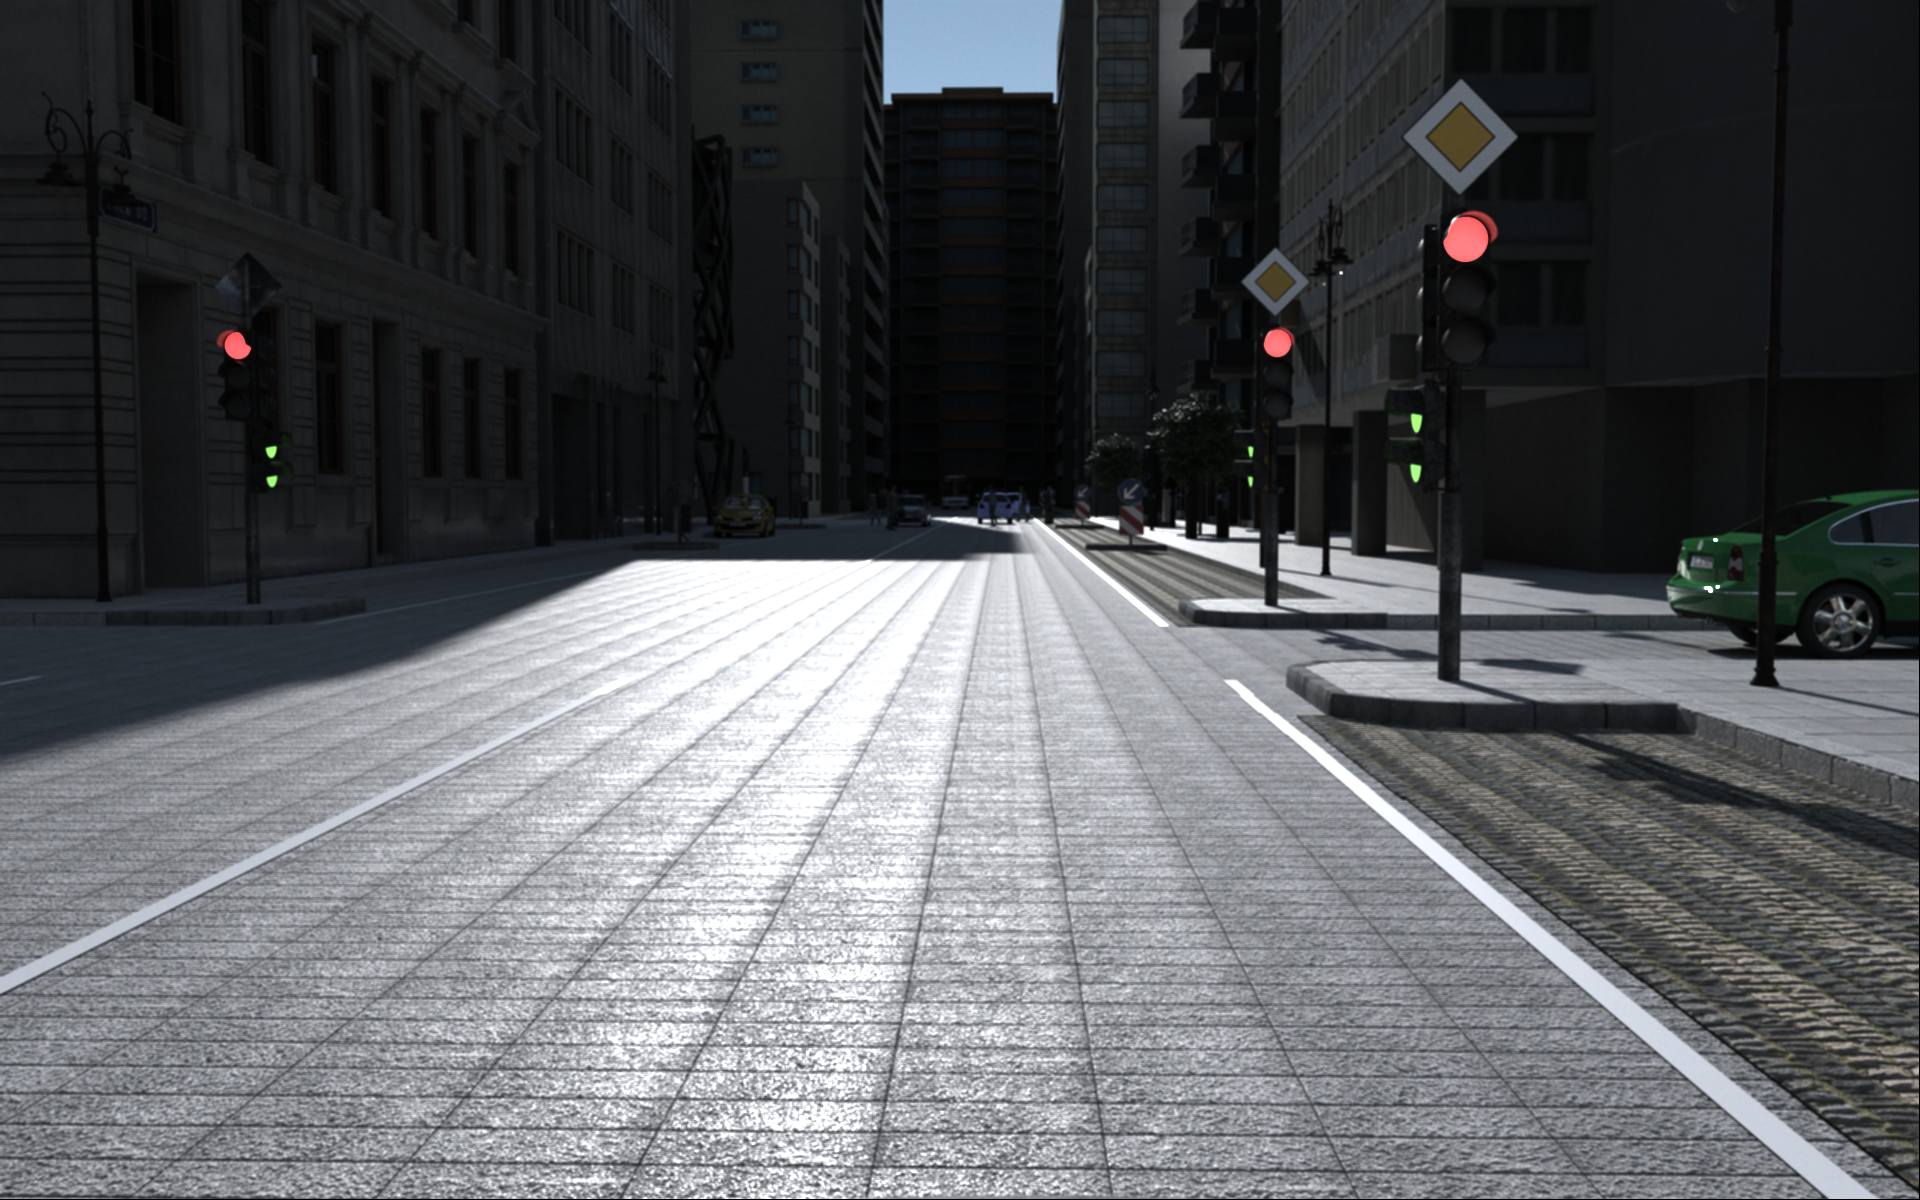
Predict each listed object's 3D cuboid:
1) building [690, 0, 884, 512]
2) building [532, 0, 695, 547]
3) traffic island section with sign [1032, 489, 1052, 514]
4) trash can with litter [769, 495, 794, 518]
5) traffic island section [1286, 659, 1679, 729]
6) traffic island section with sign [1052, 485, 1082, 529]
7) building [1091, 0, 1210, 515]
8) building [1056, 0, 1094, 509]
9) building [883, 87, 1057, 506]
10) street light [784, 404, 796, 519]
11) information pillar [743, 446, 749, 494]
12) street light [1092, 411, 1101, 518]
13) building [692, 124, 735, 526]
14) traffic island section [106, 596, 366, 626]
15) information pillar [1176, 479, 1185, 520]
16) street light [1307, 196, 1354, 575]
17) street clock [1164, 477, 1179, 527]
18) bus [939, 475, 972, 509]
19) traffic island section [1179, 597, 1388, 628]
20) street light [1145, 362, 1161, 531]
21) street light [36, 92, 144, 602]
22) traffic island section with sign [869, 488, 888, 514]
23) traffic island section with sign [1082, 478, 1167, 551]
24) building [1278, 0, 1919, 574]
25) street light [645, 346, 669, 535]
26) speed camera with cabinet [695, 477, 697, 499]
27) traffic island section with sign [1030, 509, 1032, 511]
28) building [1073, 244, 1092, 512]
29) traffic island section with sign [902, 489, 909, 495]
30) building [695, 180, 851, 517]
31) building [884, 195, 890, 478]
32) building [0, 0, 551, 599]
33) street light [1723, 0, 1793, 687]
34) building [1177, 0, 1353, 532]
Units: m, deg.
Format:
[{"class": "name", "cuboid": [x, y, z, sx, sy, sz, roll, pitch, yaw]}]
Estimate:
[{"class": "building", "cuboid": [-17.331, -31.301, 135.477, 21.300, 48.544, 21.600, 0, 4, 1]}, {"class": "building", "cuboid": [-15.748, -14.286, 51.593, 12.078, 24.808, 19.932, 0, 4, 1]}, {"class": "traffic island section with sign", "cuboid": [6.243, -6.914, 121.677, 1.989, 1.847, 2.006, 0, 4, 1]}, {"class": "trash can with litter", "cuboid": [-9.893, -5.037, 93.404, 2.233, 1.210, 1.678, 3, 4, 38]}, {"class": "traffic island section", "cuboid": [3.401, 0.630, 11.974, 2.009, 0.180, 2.903, 0, 4, 1]}, {"class": "traffic island section with sign", "cuboid": [4.960, -3.878, 72.032, 1.989, 1.847, 2.006, 0, 4, 1]}, {"class": "building", "cuboid": [15.547, -26.218, 112.254, 14.154, 41.232, 14.086, 0, 4, 1]}, {"class": "building", "cuboid": [19.834, -32.732, 158.864, 21.300, 48.544, 21.600, 0, 4, 1]}, {"class": "building", "cuboid": [0.719, -32.717, 189.548, 28.867, 44.769, 22.147, 0, 4, 1]}, {"class": "street light", "cuboid": [-8.578, -7.019, 87.551, 0.468, 5.910, 1.993, 0, 4, 1]}, {"class": "information pillar", "cuboid": [-10.374, -5.659, 83.884, 0.183, 3.616, 0.504, 1, 4, 19]}, {"class": "street light", "cuboid": [7.456, -7.448, 94.564, 0.468, 5.910, 1.993, 0, 4, 1]}, {"class": "building", "cuboid": [-17.975, -12.441, 70.867, 16.820, 18.784, 16.811, 0, 4, 1]}, {"class": "traffic island section", "cuboid": [-8.280, 0.123, 20.268, 2.009, 0.180, 2.903, 0, 4, 1]}, {"class": "information pillar", "cuboid": [10.962, -4.992, 86.108, 0.304, 2.012, 0.304, 3, 5, 44]}, {"class": "street light", "cuboid": [5.796, -3.332, 27.260, 0.468, 5.910, 1.993, 0, 4, 1]}, {"class": "street clock", "cuboid": [8.309, -3.855, 67.604, 0.471, 2.002, 0.358, 0, 4, -6]}, {"class": "bus", "cuboid": [-0.441, -10.334, 163.821, 2.948, 3.499, 13.247, 0, 4, 0]}, {"class": "traffic island section", "cuboid": [3.607, 0.142, 19.957, 2.009, 0.180, 2.903, 0, 4, 1]}, {"class": "street light", "cuboid": [6.742, -5.376, 60.688, 0.468, 5.910, 1.993, 0, 4, 1]}, {"class": "street light", "cuboid": [-10.208, -2.917, 20.482, 0.468, 5.910, 1.993, 0, 4, 1]}, {"class": "traffic island section with sign", "cuboid": [-5.319, -6.933, 121.985, 1.989, 1.847, 2.006, 0, 4, 1]}, {"class": "traffic island section with sign", "cuboid": [4.241, -2.197, 44.547, 1.989, 1.847, 2.006, 0, 4, 1]}, {"class": "building", "cuboid": [19.396, -20.859, 32.918, 23.993, 40.220, 32.217, 0, 4, 1]}, {"class": "street light", "cuboid": [-9.447, -4.975, 54.121, 0.468, 5.910, 1.993, 0, 4, 1]}, {"class": "speed camera with cabinet", "cuboid": [-13.832, -5.536, 84.845, 0.660, 3.252, 2.038, 3, 5, 41]}, {"class": "traffic island section with sign", "cuboid": [6.949, -8.562, 148.623, 1.989, 1.847, 2.006, 0, 4, 1]}, {"class": "building", "cuboid": [23.246, -17.681, 134.117, 27.650, 21.520, 28.899, 0, 4, 1]}, {"class": "traffic island section with sign", "cuboid": [-4.631, -8.581, 148.931, 1.989, 1.847, 2.006, 0, 4, 1]}, {"class": "building", "cuboid": [-22.072, -16.222, 110.271, 27.650, 21.520, 28.899, 0, 4, 1]}, {"class": "building", "cuboid": [-13.779, -23.984, 163.840, 14.107, 30.474, 14.160, 0, 4, 1]}, {"class": "building", "cuboid": [-15.165, -11.876, 30.333, 11.583, 22.565, 21.152, 0, 4, 1]}, {"class": "street light", "cuboid": [5.399, -2.364, 11.445, 0.468, 5.910, 1.993, 0, 4, 1]}, {"class": "building", "cuboid": [20.524, -25.388, 69.724, 22.147, 44.769, 28.867, 0, 4, 1]}]
